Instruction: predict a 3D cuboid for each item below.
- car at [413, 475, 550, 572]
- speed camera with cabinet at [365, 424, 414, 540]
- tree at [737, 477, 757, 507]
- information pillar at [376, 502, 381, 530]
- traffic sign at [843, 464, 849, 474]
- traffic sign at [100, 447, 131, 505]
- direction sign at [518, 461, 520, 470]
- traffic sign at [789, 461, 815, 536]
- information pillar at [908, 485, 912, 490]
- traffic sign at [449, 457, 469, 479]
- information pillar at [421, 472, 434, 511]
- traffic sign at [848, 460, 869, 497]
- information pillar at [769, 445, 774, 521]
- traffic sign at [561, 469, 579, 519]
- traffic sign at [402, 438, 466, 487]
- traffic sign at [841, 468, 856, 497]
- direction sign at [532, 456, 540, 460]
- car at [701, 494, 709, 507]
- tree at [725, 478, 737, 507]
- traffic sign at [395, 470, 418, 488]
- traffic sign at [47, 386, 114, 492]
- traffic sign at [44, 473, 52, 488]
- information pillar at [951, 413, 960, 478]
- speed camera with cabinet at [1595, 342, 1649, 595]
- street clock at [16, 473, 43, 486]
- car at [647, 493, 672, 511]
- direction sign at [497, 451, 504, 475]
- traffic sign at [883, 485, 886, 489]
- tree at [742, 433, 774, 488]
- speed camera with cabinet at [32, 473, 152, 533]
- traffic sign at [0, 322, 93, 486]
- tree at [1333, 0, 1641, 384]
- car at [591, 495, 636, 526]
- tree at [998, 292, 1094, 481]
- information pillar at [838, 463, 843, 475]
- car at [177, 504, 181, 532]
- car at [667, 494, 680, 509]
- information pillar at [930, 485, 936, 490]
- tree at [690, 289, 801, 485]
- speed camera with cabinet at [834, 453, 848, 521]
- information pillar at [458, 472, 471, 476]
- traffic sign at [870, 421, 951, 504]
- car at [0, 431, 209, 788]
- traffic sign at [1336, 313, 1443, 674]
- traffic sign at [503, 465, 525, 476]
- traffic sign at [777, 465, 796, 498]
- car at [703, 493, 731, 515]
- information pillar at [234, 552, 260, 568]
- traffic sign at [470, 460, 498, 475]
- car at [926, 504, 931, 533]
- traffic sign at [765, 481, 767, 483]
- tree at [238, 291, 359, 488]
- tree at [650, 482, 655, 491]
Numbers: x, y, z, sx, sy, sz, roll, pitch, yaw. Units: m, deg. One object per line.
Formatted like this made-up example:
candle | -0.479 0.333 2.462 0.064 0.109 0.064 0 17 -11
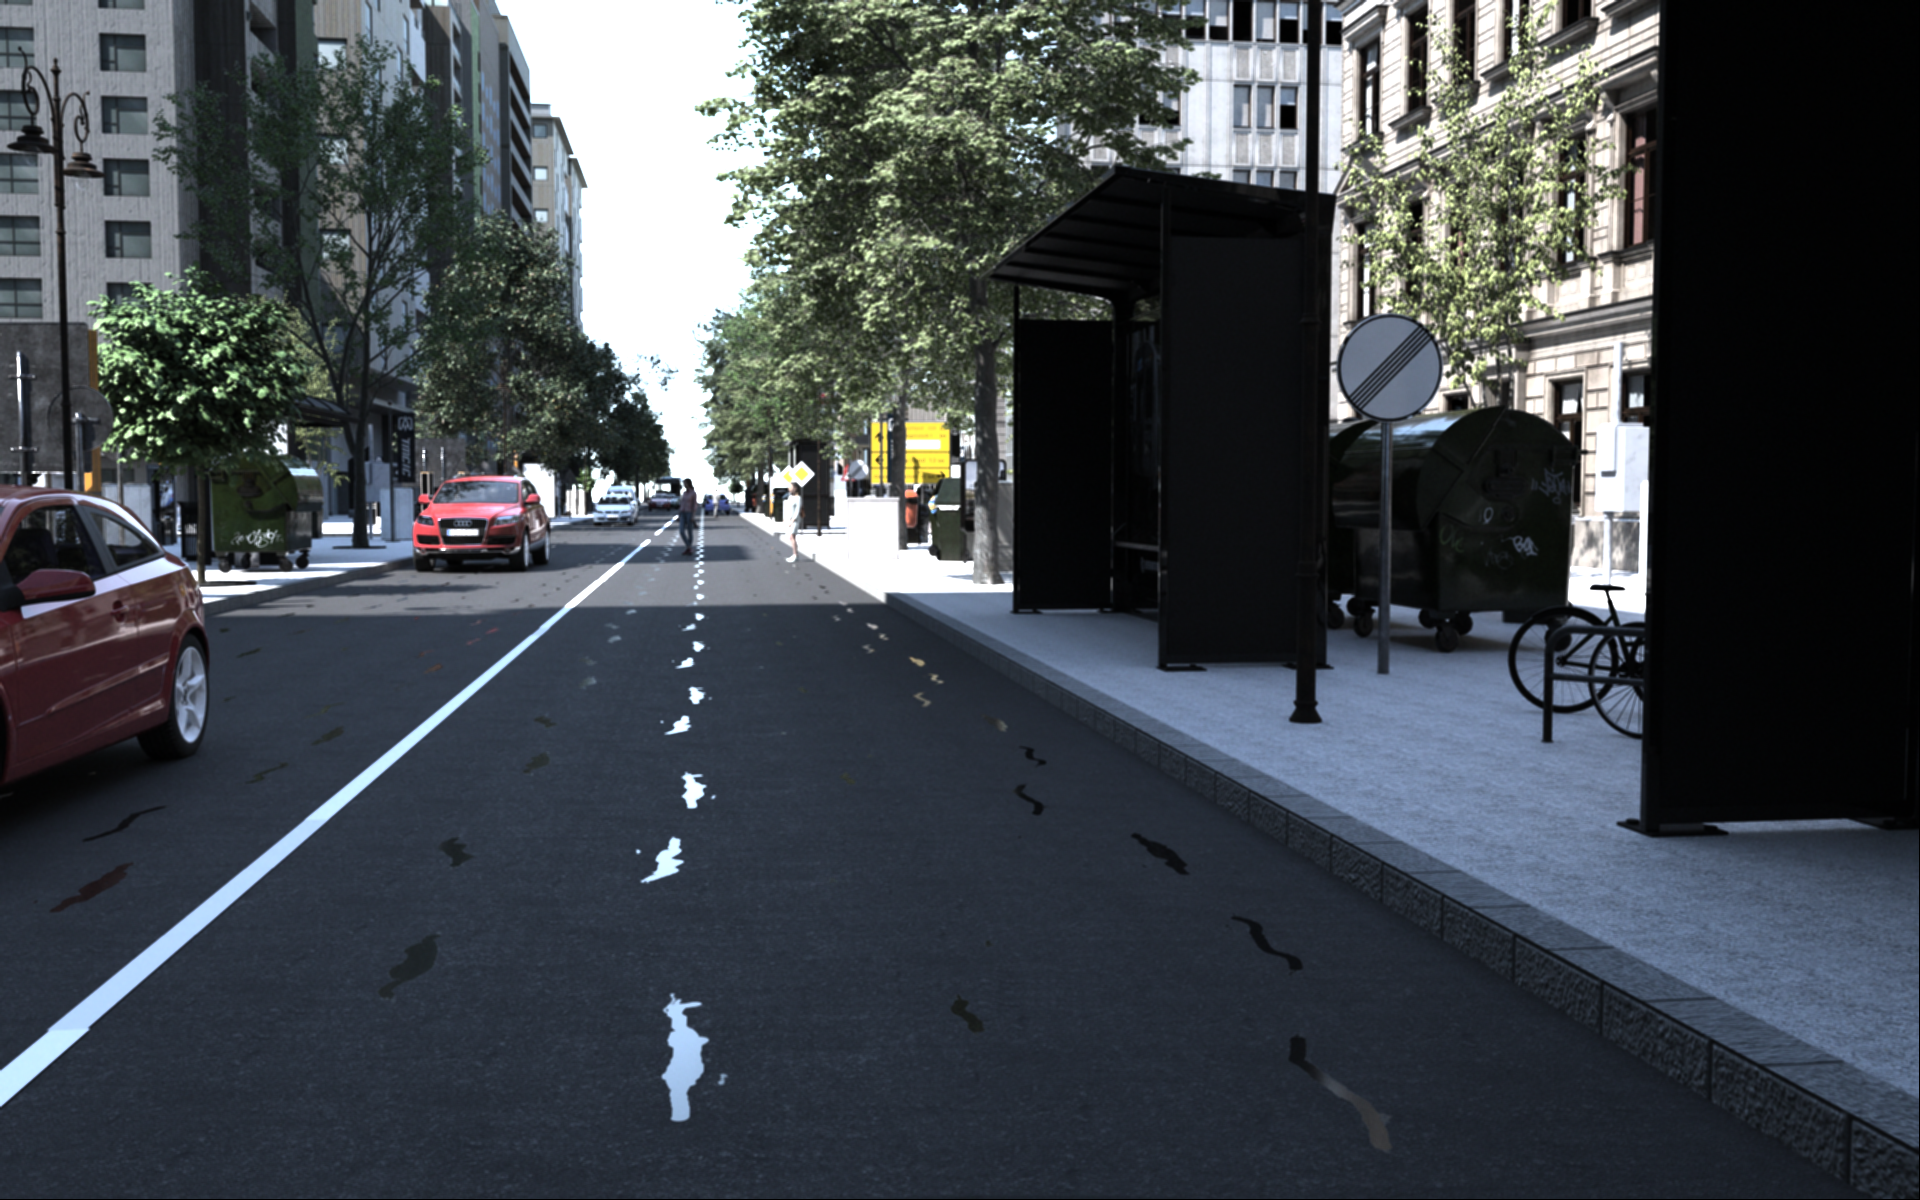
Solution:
car | -9.253 -1.535 33.777 2.281 1.827 5.304 0 4 -6
speed camera with cabinet | -16.076 -3.326 48.710 0.660 3.252 2.038 -3 5 -42
tree | -19.875 -10.438 165.267 1.663 3.219 1.824 0 3 0
information pillar | -20.711 -3.519 62.028 0.304 2.012 0.304 2 4 30
traffic sign | -4.386 -4.327 70.847 0.768 2.556 0.104 0 4 -1
traffic sign | -12.802 -1.609 26.415 0.768 2.556 0.104 0 4 1
direction sign | -24.788 -6.428 97.103 0.379 3.537 0.876 1 4 12
traffic sign | -4.794 -2.986 52.470 0.795 2.450 0.064 -1 4 -8
information pillar | -3.373 -7.024 119.336 0.304 2.012 0.304 3 5 41
traffic sign | -17.721 -3.762 61.518 0.884 2.594 0.081 0 4 1
information pillar | -17.991 -3.306 58.539 0.304 2.012 0.304 1 4 16
traffic sign | -3.767 -3.920 64.203 0.768 2.556 0.104 0 4 1
information pillar | -9.072 -5.624 83.303 0.183 3.616 0.504 -1 4 -11
traffic sign | -19.928 -5.413 88.506 0.884 2.594 0.081 0 4 -4
traffic sign | -19.103 -4.220 62.875 2.265 3.308 0.079 0 4 -7
traffic sign | -4.333 -4.243 69.382 0.884 2.594 0.081 0 4 -4
direction sign | -19.885 -5.512 82.116 0.379 3.537 0.876 3 5 43
car | -27.303 -10.889 189.835 2.131 1.459 4.920 -1 4 -10
tree | -23.021 -11.236 178.317 1.663 3.219 1.824 0 3 0
traffic sign | -19.350 -3.633 60.591 0.795 2.450 0.064 0 4 1
traffic sign | -10.375 -1.244 20.448 0.768 2.556 0.104 0 4 -2
traffic sign | -11.447 -1.324 21.754 0.768 2.556 0.104 0 4 -4
information pillar | -0.211 -3.557 49.516 0.504 3.616 0.183 0 4 2
speed camera with cabinet | 8.882 -1.692 22.008 0.660 3.252 2.038 -1 4 -10
street clock | -14.281 -1.348 26.604 0.358 2.002 0.471 1 4 9
car | -25.601 -8.467 147.483 2.155 1.783 4.494 -1 4 -10
direction sign | -23.326 -5.898 88.434 0.876 3.537 0.379 3 4 38
traffic sign | -2.768 -3.883 63.598 0.768 2.556 0.104 0 4 -6
tree | -16.329 -11.647 140.796 4.737 8.622 4.395 0 3 0
speed camera with cabinet | -14.414 -2.097 28.624 0.660 3.252 2.038 2 4 24
traffic sign | -11.459 -1.634 20.593 2.265 3.308 0.079 0 4 1
tree | 7.743 -4.603 25.617 4.737 8.622 4.395 0 3 0
car | -15.789 -4.104 79.098 2.014 1.417 4.499 -1 4 -9
tree | 2.812 -6.173 51.299 4.737 8.622 4.395 0 3 0
information pillar | -8.567 -8.052 123.005 0.504 3.616 0.183 -1 4 -9
car | -26.620 -2.523 53.614 4.827 1.381 2.083 0 4 -8
car | -27.369 -9.224 162.603 2.131 1.459 4.920 -1 4 -9
information pillar | -1.289 -4.982 85.939 0.304 2.012 0.304 2 4 35
tree | -17.130 -18.225 153.875 12.611 20.169 13.585 0 3 0
speed camera with cabinet | -5.726 -5.441 83.297 0.660 3.252 2.038 0 4 -4
information pillar | -16.706 -3.302 58.475 0.304 2.012 0.304 3 4 36
traffic sign | -1.374 -3.318 48.119 2.265 3.308 0.079 0 4 0
car | -4.897 0.070 7.902 2.155 1.783 4.494 0 4 -7
traffic sign | 3.028 -0.746 12.307 0.768 2.556 0.104 0 4 -4
traffic sign | -15.209 -3.387 59.027 0.795 2.450 0.064 -1 4 -8
traffic sign | -5.962 -3.470 60.370 0.795 2.450 0.064 -1 4 -8
car | -16.826 -6.755 120.042 1.945 1.707 3.694 -1 4 -8
information pillar | -12.388 -1.562 30.038 0.304 2.012 0.304 1 4 11
traffic sign | -14.041 -2.904 51.128 0.795 2.450 0.064 -1 4 -8
car | -0.339 -2.796 58.077 4.827 1.381 2.083 0 4 -7
traffic sign | -15.186 -8.058 133.874 0.606 2.300 0.079 0 4 1
tree | -24.907 -6.817 61.823 4.737 8.622 4.395 0 3 0
tree | -49.931 -20.473 285.101 4.360 8.622 3.978 0 3 0
